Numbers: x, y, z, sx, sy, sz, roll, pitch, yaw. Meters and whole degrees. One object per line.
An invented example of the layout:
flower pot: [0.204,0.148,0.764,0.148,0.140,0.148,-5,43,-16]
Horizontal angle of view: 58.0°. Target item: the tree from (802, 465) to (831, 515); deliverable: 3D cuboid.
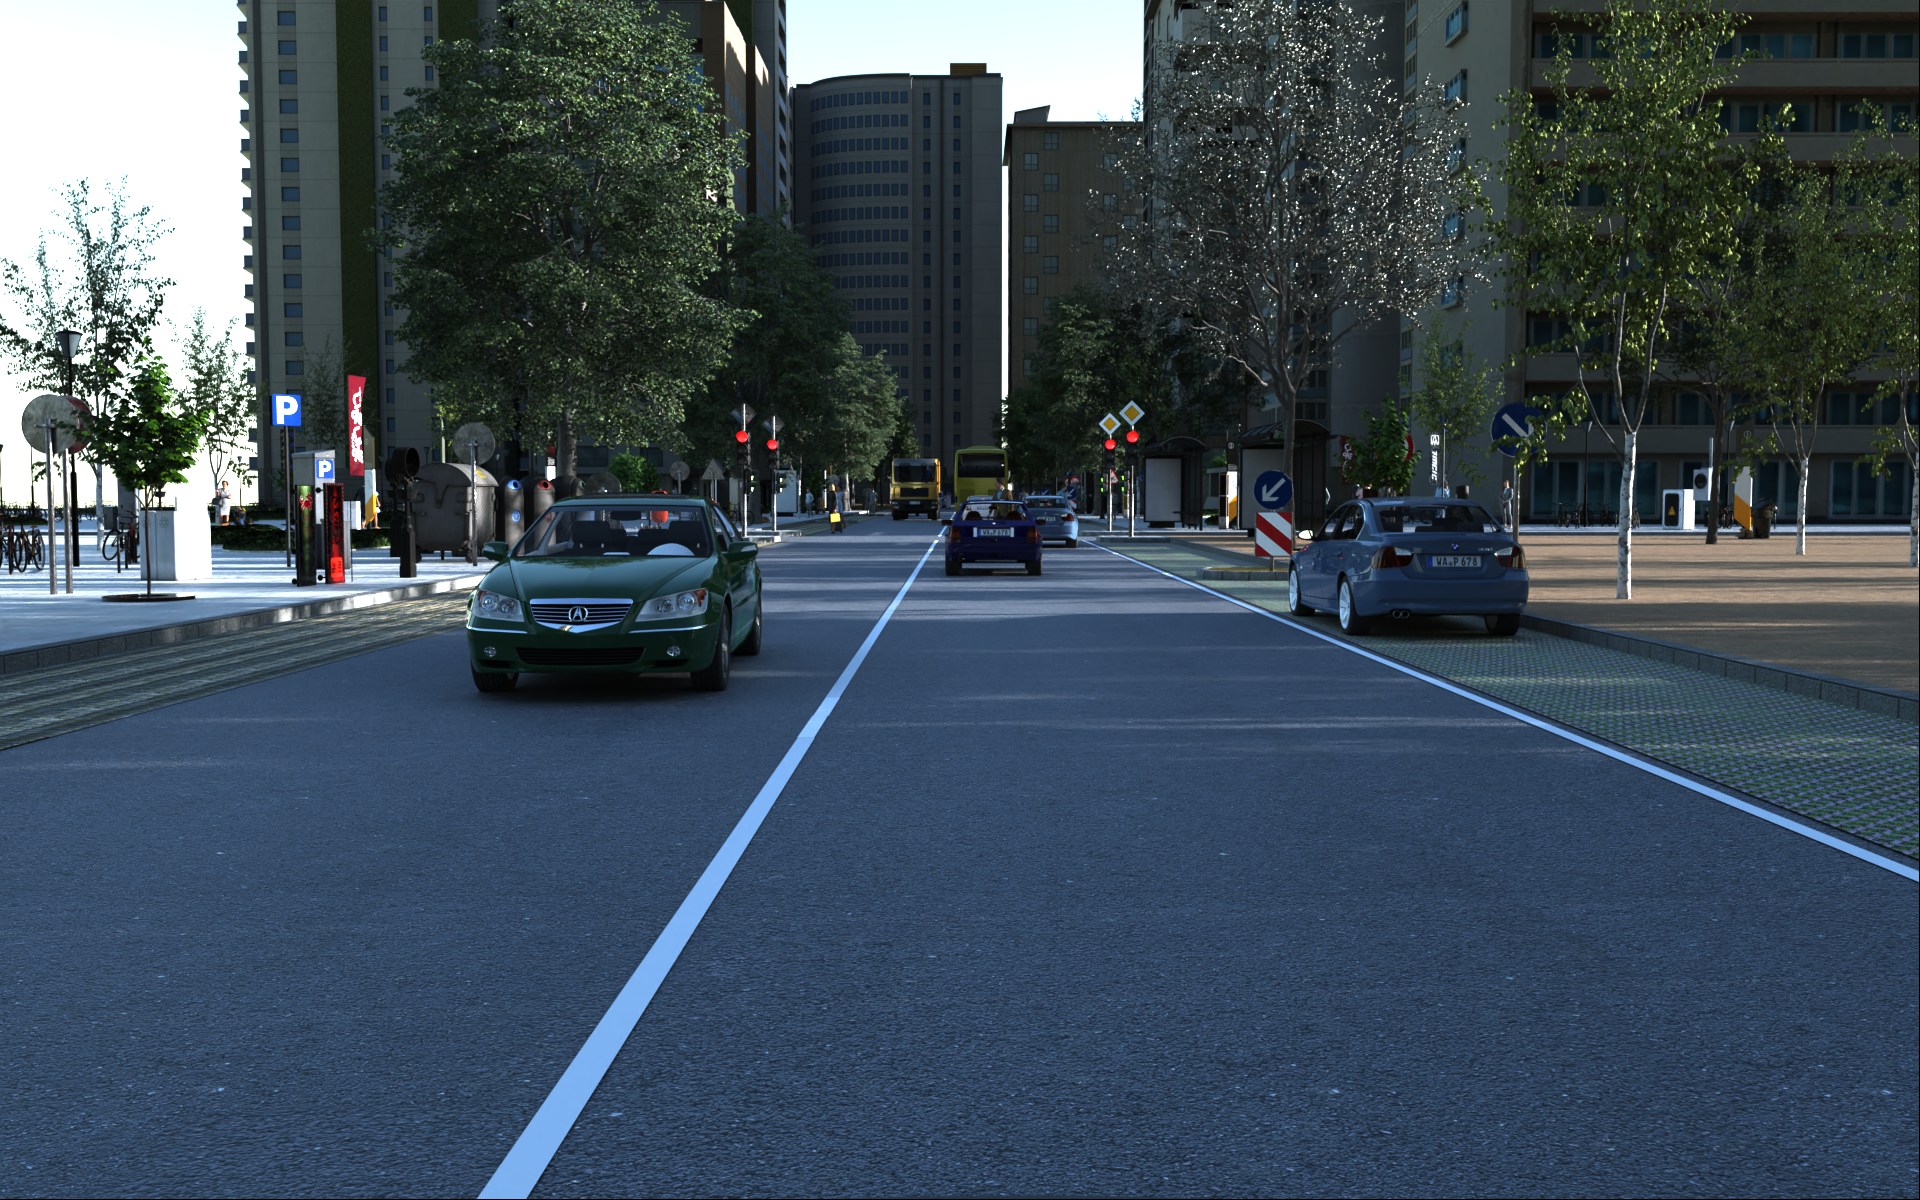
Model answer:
tree: [-8.840,-6.970,108.565,1.663,3.219,1.824,0,3,0]

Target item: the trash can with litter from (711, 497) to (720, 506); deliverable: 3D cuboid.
trash can with litter: [-10.701,-3.768,72.998,1.055,1.170,0.624,-2,4,-31]

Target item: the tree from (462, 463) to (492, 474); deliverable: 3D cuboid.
tree: [-20.419,-4.776,72.694,1.663,3.219,1.824,0,3,0]

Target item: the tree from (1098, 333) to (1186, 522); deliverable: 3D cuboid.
tree: [8.132,-7.818,78.187,4.737,8.622,4.395,0,3,0]

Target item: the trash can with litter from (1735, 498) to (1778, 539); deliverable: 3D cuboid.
trash can with litter: [22.814,-2.337,49.605,1.055,1.170,0.624,-1,4,-20]

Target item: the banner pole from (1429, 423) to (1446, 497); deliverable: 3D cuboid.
banner pole: [16.832,-4.342,61.004,0.863,3.779,0.401,-2,4,-25]

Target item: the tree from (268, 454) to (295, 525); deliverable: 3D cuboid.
tree: [-27.565,-4.686,71.216,1.663,3.219,1.824,0,3,0]

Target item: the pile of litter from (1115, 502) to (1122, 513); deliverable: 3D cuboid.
pile of litter: [10.722,-6.178,114.973,1.176,0.858,1.719,0,4,-4]

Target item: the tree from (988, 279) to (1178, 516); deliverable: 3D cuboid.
tree: [8.128,-11.915,101.473,9.857,13.997,8.962,0,3,0]

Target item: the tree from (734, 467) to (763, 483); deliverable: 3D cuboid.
tree: [-12.934,-6.701,104.156,1.663,3.219,1.824,0,3,0]

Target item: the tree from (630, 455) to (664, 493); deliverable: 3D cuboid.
tree: [-15.534,-5.590,86.000,1.663,3.219,1.824,0,3,0]

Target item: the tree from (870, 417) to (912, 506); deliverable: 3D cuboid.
tree: [-8.615,-15.216,183.199,7.601,10.594,8.767,-1,4,-14]

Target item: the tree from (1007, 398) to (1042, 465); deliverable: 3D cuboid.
tree: [7.463,-11.355,120.074,8.767,10.594,7.601,0,4,1]

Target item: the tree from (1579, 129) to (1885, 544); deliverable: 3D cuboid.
tree: [19.597,-6.704,44.023,7.601,10.594,8.767,0,4,3]

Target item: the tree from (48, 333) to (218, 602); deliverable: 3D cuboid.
tree: [-9.721,-1.607,20.883,1.663,3.219,1.824,0,3,0]

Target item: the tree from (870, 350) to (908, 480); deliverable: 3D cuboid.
tree: [-8.648,-13.738,131.274,9.857,13.997,8.962,0,3,0]

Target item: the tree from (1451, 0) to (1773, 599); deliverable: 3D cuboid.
tree: [8.153,-4.331,21.179,4.737,8.622,4.395,0,3,0]

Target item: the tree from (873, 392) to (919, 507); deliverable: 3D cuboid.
tree: [-8.153,-14.879,169.027,9.928,11.665,9.643,0,3,0]

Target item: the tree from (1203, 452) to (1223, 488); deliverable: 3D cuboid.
tree: [19.679,-8.907,129.337,4.285,4.588,4.351,0,3,0]

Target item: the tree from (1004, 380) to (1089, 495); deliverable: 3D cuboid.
tree: [7.965,-13.659,149.073,9.928,11.665,9.643,0,3,0]

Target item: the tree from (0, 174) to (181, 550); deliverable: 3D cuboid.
tree: [-19.880,-5.444,39.380,4.360,8.622,3.978,0,3,0]

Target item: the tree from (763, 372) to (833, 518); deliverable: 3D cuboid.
tree: [-8.790,-8.661,91.970,4.360,8.622,3.978,0,3,0]

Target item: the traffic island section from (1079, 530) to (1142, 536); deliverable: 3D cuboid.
traffic island section: [5.182,-2.301,59.899,2.009,0.180,2.903,0,4,0]

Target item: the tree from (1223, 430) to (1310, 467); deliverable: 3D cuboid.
tree: [15.816,-6.183,84.804,4.285,4.588,4.351,0,3,0]

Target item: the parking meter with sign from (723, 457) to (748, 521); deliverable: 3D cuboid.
parking meter with sign: [-10.453,-5.217,81.557,0.543,3.016,1.738,-3,4,-38]

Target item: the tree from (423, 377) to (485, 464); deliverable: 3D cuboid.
tree: [-28.185,-8.977,97.129,4.737,8.622,4.395,0,3,0]

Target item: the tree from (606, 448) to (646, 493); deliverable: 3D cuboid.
tree: [-23.502,-8.496,122.626,4.285,4.588,4.351,0,3,0]

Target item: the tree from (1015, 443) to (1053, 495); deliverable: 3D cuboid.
tree: [7.762,-13.710,174.520,4.737,8.622,4.395,0,3,0]

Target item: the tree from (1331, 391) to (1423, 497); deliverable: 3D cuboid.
tree: [7.852,-2.258,31.519,1.663,3.219,1.824,0,3,0]

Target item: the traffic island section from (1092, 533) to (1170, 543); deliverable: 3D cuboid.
traffic island section: [5.148,-1.812,51.914,2.009,0.180,2.903,0,4,0]

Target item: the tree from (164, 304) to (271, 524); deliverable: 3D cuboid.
tree: [-28.773,-7.129,66.924,4.737,8.622,4.395,0,3,0]

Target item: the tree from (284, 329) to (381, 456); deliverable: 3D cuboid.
tree: [-28.511,-7.810,78.060,4.360,8.622,3.978,0,3,0]

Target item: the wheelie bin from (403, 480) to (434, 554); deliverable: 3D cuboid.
wheelie bin: [-11.657,-1.800,37.333,0.693,1.594,0.980,-1,4,-21]

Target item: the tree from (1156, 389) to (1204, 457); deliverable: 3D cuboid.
tree: [13.868,-9.988,113.660,4.360,8.622,3.978,0,3,0]

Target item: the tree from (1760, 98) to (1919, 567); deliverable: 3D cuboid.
tree: [17.067,-4.897,30.424,4.737,8.622,4.395,0,3,0]

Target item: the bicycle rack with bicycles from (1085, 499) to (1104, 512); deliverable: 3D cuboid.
bicycle rack with bicycles: [9.412,-6.548,120.438,2.852,0.926,2.925,-1,4,-11]

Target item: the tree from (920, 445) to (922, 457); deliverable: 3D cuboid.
tree: [-8.480,-17.687,206.193,9.611,12.733,9.660,0,3,0]

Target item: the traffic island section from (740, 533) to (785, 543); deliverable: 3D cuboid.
traffic island section: [-6.494,-1.816,51.969,2.009,0.180,2.903,0,4,0]

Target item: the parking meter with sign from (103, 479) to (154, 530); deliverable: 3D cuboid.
parking meter with sign: [-29.894,-4.039,62.294,1.738,3.016,0.543,0,4,-2]

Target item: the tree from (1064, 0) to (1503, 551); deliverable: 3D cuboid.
tree: [7.448,-7.884,39.270,12.009,13.543,11.850,0,3,0]

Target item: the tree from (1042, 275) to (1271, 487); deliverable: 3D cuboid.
tree: [8.600,-8.353,70.978,8.767,10.594,7.601,1,4,16]

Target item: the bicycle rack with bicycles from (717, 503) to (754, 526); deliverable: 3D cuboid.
bicycle rack with bicycles: [-10.053,-3.448,69.752,2.852,0.926,2.925,-3,5,-43]

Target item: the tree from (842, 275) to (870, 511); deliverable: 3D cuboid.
tree: [-8.909,-10.223,73.799,9.857,13.997,8.962,0,3,0]

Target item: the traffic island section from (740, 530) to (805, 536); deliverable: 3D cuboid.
traffic island section: [-6.460,-2.304,59.954,2.009,0.180,2.903,0,4,0]

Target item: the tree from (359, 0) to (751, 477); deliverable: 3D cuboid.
tree: [-9.519,-8.263,41.757,9.857,13.997,8.962,0,3,0]

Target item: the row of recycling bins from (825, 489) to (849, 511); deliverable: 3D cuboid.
row of recycling bins: [-9.324,-7.488,129.548,1.069,1.692,3.534,-2,4,-29]

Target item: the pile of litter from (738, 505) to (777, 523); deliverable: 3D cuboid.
pile of litter: [-8.975,-3.856,77.007,1.719,0.858,1.176,1,4,15]

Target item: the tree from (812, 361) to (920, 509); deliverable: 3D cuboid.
tree: [-9.383,-14.229,149.647,9.611,12.733,9.660,0,3,0]

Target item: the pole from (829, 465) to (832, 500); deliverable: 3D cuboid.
pole: [-9.109,-7.819,121.680,0.158,3.312,0.155,0,3,0]

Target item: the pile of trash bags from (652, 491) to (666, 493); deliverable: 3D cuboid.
pile of trash bags: [-10.094,-2.457,49.918,3.447,1.369,1.912,-1,4,-13]

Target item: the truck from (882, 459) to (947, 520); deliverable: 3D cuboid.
truck: [-2.428,-6.160,96.639,3.469,3.379,9.791,0,4,0]

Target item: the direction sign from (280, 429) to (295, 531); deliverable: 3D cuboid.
direction sign: [-23.375,-4.177,60.291,0.876,3.537,0.379,3,4,38]

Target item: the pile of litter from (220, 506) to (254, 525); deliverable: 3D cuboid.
pile of litter: [-25.516,-2.865,60.813,1.176,0.858,1.719,3,4,38]

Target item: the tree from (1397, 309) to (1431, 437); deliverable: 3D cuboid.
tree: [19.135,-7.189,67.897,4.737,8.622,4.395,0,3,0]

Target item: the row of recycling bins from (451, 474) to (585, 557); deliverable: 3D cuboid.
row of recycling bins: [-9.339,-1.809,36.693,1.069,1.692,3.534,2,4,31]

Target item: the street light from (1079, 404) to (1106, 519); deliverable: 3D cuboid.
street light: [6.813,-7.145,89.361,1.470,5.913,1.316,0,4,0]

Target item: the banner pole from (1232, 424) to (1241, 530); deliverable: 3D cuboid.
banner pole: [9.887,-4.367,61.412,0.401,3.779,0.863,0,4,2]

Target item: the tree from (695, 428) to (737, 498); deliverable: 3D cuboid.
tree: [-18.180,-10.816,127.204,4.360,8.622,3.978,0,3,0]
